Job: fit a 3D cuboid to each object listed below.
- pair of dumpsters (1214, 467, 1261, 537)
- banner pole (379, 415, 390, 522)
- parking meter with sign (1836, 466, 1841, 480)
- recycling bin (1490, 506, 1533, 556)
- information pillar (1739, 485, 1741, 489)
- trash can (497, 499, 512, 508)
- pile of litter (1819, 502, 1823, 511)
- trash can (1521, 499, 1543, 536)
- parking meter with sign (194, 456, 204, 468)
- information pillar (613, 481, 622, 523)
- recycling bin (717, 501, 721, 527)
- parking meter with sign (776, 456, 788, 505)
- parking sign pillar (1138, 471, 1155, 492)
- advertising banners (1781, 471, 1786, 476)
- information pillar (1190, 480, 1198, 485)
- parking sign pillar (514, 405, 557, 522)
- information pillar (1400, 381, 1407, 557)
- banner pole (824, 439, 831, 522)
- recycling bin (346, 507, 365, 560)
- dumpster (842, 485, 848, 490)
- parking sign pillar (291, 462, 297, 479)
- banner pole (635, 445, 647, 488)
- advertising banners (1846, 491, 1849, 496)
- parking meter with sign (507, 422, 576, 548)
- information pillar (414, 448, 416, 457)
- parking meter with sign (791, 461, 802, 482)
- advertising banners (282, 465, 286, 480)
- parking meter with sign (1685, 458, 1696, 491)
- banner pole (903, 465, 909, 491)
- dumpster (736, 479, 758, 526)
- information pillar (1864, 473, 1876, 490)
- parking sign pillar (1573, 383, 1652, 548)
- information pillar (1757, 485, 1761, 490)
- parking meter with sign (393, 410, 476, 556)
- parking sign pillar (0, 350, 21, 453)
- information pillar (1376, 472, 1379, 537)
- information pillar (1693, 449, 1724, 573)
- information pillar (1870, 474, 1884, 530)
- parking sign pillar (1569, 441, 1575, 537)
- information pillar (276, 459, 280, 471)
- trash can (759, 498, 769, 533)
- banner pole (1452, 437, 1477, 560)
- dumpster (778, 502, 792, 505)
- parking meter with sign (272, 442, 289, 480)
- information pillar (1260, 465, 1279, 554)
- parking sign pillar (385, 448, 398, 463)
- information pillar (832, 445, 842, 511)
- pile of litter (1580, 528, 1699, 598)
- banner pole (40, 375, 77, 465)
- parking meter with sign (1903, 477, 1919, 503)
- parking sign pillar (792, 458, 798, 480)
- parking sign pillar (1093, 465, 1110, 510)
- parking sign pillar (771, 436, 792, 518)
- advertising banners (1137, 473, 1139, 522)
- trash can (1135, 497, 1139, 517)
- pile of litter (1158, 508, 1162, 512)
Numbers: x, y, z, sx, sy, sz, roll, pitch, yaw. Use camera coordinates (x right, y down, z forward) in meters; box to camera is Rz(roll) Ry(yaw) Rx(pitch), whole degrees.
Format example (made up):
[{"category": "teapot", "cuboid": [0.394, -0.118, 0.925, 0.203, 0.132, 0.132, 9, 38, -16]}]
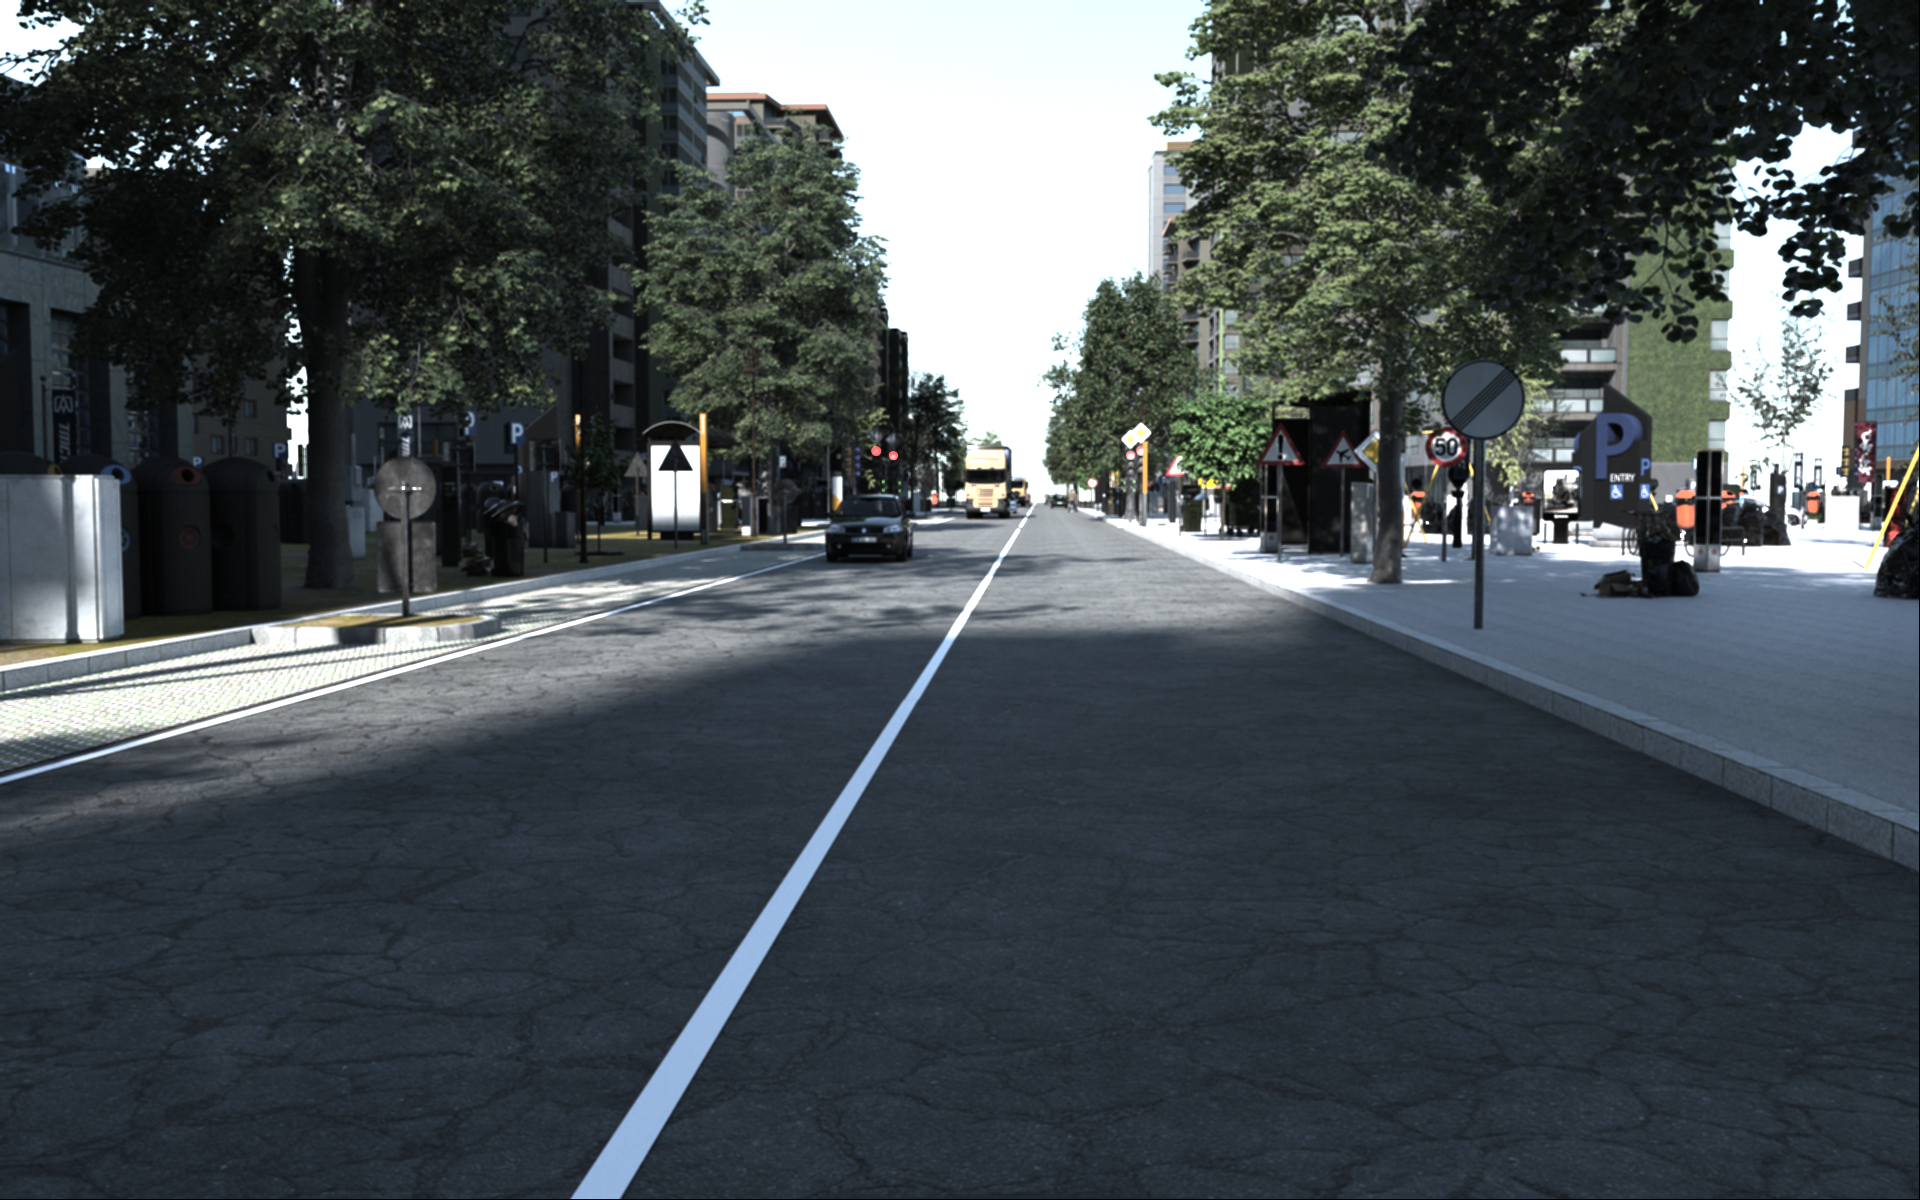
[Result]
[{"category": "pair of dumpsters", "cuboid": [8.828, -3.117, 53.455, 1.574, 2.255, 4.437, 0, 4, 3]}, {"category": "banner pole", "cuboid": [-18.130, -3.949, 54.582, 0.401, 3.779, 0.863, 0, 4, 4]}, {"category": "parking meter with sign", "cuboid": [55.502, -6.864, 108.482, 0.543, 3.016, 1.738, 0, 4, 2]}, {"category": "recycling bin", "cuboid": [11.589, -1.460, 36.417, 0.722, 1.027, 0.722, 0, 4, 3]}, {"category": "information pillar", "cuboid": [65.792, -8.684, 146.468, 0.304, 2.012, 0.304, 0, 4, 3]}, {"category": "trash can", "cuboid": [-31.096, -6.481, 117.618, 0.748, 1.137, 0.748, 0, 3, 0]}, {"category": "pile of litter", "cuboid": [58.327, -6.326, 117.396, 1.176, 0.858, 1.719, -1, 4, -15]}, {"category": "trash can", "cuboid": [17.556, -2.549, 53.333, 0.748, 1.137, 0.748, 0, 3, 0]}, {"category": "parking meter with sign", "cuboid": [-35.406, -5.191, 81.126, 0.543, 3.016, 1.738, 0, 4, -5]}, {"category": "information pillar", "cuboid": [-15.368, -4.470, 77.582, 0.304, 2.012, 0.304, 1, 4, 10]}, {"category": "recycling bin", "cuboid": [-9.132, -3.377, 67.774, 0.722, 1.027, 0.722, 0, 3, 0]}, {"category": "parking meter with sign", "cuboid": [-8.613, -5.006, 78.103, 1.738, 3.016, 0.543, -3, 5, -43]}, {"category": "parking sign pillar", "cuboid": [14.194, -8.770, 131.860, 1.447, 3.967, 1.447, -1, 4, -11]}, {"category": "advertising banners", "cuboid": [61.766, -8.265, 131.322, 2.074, 3.025, 0.090, -1, 4, -13]}, {"category": "information pillar", "cuboid": [12.513, -5.396, 92.709, 0.304, 2.012, 0.304, -3, 5, -44]}, {"category": "parking sign pillar", "cuboid": [-12.690, -3.876, 51.837, 1.447, 3.967, 1.447, 3, 4, 38]}, {"category": "information pillar", "cuboid": [8.781, -2.667, 34.966, 0.504, 3.616, 0.183, -1, 4, -22]}, {"category": "banner pole", "cuboid": [-6.021, -5.472, 79.485, 0.401, 3.779, 0.863, 0, 3, 0]}, {"category": "recycling bin", "cuboid": [-12.190, -1.315, 34.048, 0.722, 1.027, 0.722, 3, 5, 44]}, {"category": "dumpster", "cuboid": [-7.284, -6.291, 108.618, 1.264, 1.857, 1.865, 0, 4, 3]}, {"category": "parking sign pillar", "cuboid": [-56.318, -9.673, 146.627, 1.447, 3.967, 1.447, -1, 4, -19]}, {"category": "banner pole", "cuboid": [-16.141, -5.973, 87.681, 0.863, 3.779, 0.401, -1, 4, -10]}, {"category": "advertising banners", "cuboid": [32.788, -4.102, 63.257, 2.074, 3.025, 0.090, -3, 5, -45]}, {"category": "parking meter with sign", "cuboid": [-10.009, -2.772, 41.582, 1.738, 3.016, 0.543, 2, 4, 28]}, {"category": "information pillar", "cuboid": [-27.671, -5.905, 87.894, 0.183, 3.616, 0.504, 0, 4, -1]}, {"category": "parking meter with sign", "cuboid": [-9.325, -5.866, 92.175, 1.738, 3.016, 0.543, -1, 4, -12]}, {"category": "advertising banners", "cuboid": [-40.115, -6.570, 103.610, 0.090, 3.025, 2.074, 0, 4, 0]}, {"category": "parking meter with sign", "cuboid": [35.840, -5.415, 84.791, 0.543, 3.016, 1.738, 0, 4, 5]}, {"category": "banner pole", "cuboid": [-4.585, -9.661, 147.972, 0.863, 3.779, 0.401, 1, 4, 20]}, {"category": "dumpster", "cuboid": [-8.294, -3.870, 69.034, 1.264, 1.857, 1.865, 0, 4, 3]}, {"category": "information pillar", "cuboid": [42.992, -5.535, 81.859, 0.183, 3.616, 0.504, -3, 4, -36]}, {"category": "parking sign pillar", "cuboid": [15.847, -3.239, 41.430, 1.447, 3.967, 1.447, -2, 4, -31]}, {"category": "information pillar", "cuboid": [64.936, -8.337, 140.800, 0.304, 2.012, 0.304, 2, 4, 24]}, {"category": "parking meter with sign", "cuboid": [-11.015, -2.442, 36.185, 1.738, 3.016, 0.543, 1, 4, 13]}, {"category": "parking sign pillar", "cuboid": [-17.966, -2.655, 31.875, 1.447, 3.967, 1.447, 1, 4, 17]}, {"category": "information pillar", "cuboid": [11.726, -2.661, 47.992, 0.304, 2.012, 0.304, 0, 4, 4]}, {"category": "information pillar", "cuboid": [12.277, -1.463, 28.417, 0.304, 2.012, 0.304, -1, 4, -22]}, {"category": "information pillar", "cuboid": [32.950, -3.533, 62.258, 0.304, 2.012, 0.304, 0, 4, 5]}, {"category": "parking sign pillar", "cuboid": [19.080, -3.910, 52.395, 1.447, 3.967, 1.447, -2, 4, -34]}, {"category": "information pillar", "cuboid": [-39.840, -6.728, 101.354, 0.183, 3.616, 0.504, 0, 4, 5]}, {"category": "trash can", "cuboid": [-6.651, -2.778, 57.070, 0.748, 1.137, 0.748, 0, 3, 0]}, {"category": "banner pole", "cuboid": [9.936, -2.686, 33.932, 0.401, 3.779, 0.863, -2, 4, -24]}, {"category": "dumpster", "cuboid": [-8.486, -4.750, 83.428, 1.264, 1.857, 1.865, 0, 4, 3]}, {"category": "parking meter with sign", "cuboid": [-22.954, -3.752, 57.605, 0.543, 3.016, 1.738, 0, 4, 4]}, {"category": "information pillar", "cuboid": [6.683, -2.013, 37.410, 0.304, 2.012, 0.304, -1, 4, -11]}, {"category": "parking sign pillar", "cuboid": [-28.065, -5.989, 86.389, 1.447, 3.967, 1.447, 0, 4, 1]}, {"category": "information pillar", "cuboid": [-5.808, -5.550, 82.101, 0.504, 3.616, 0.183, 0, 4, -3]}, {"category": "pile of litter", "cuboid": [8.594, -0.486, 21.905, 1.719, 0.858, 1.176, -1, 4, -11]}, {"category": "banner pole", "cuboid": [-19.036, -2.845, 36.537, 0.863, 3.779, 0.401, -1, 4, -8]}, {"category": "parking meter with sign", "cuboid": [69.681, -7.982, 126.771, 1.738, 3.016, 0.543, 0, 4, -8]}, {"category": "parking sign pillar", "cuboid": [-9.782, -6.768, 99.123, 1.447, 3.967, 1.447, -2, 4, -35]}, {"category": "parking sign pillar", "cuboid": [11.650, -9.373, 141.725, 1.447, 3.967, 1.447, 3, 5, 42]}, {"category": "parking sign pillar", "cuboid": [-7.410, -4.805, 67.027, 1.447, 3.967, 1.447, 0, 4, 1]}, {"category": "advertising banners", "cuboid": [8.161, -5.094, 79.478, 0.090, 3.025, 2.074, 0, 4, 6]}, {"category": "trash can", "cuboid": [9.483, -5.037, 94.016, 0.748, 1.137, 0.748, 0, 3, 0]}, {"category": "pile of litter", "cuboid": [13.999, -6.829, 125.627, 1.719, 0.858, 1.176, -2, 4, -28]}]
